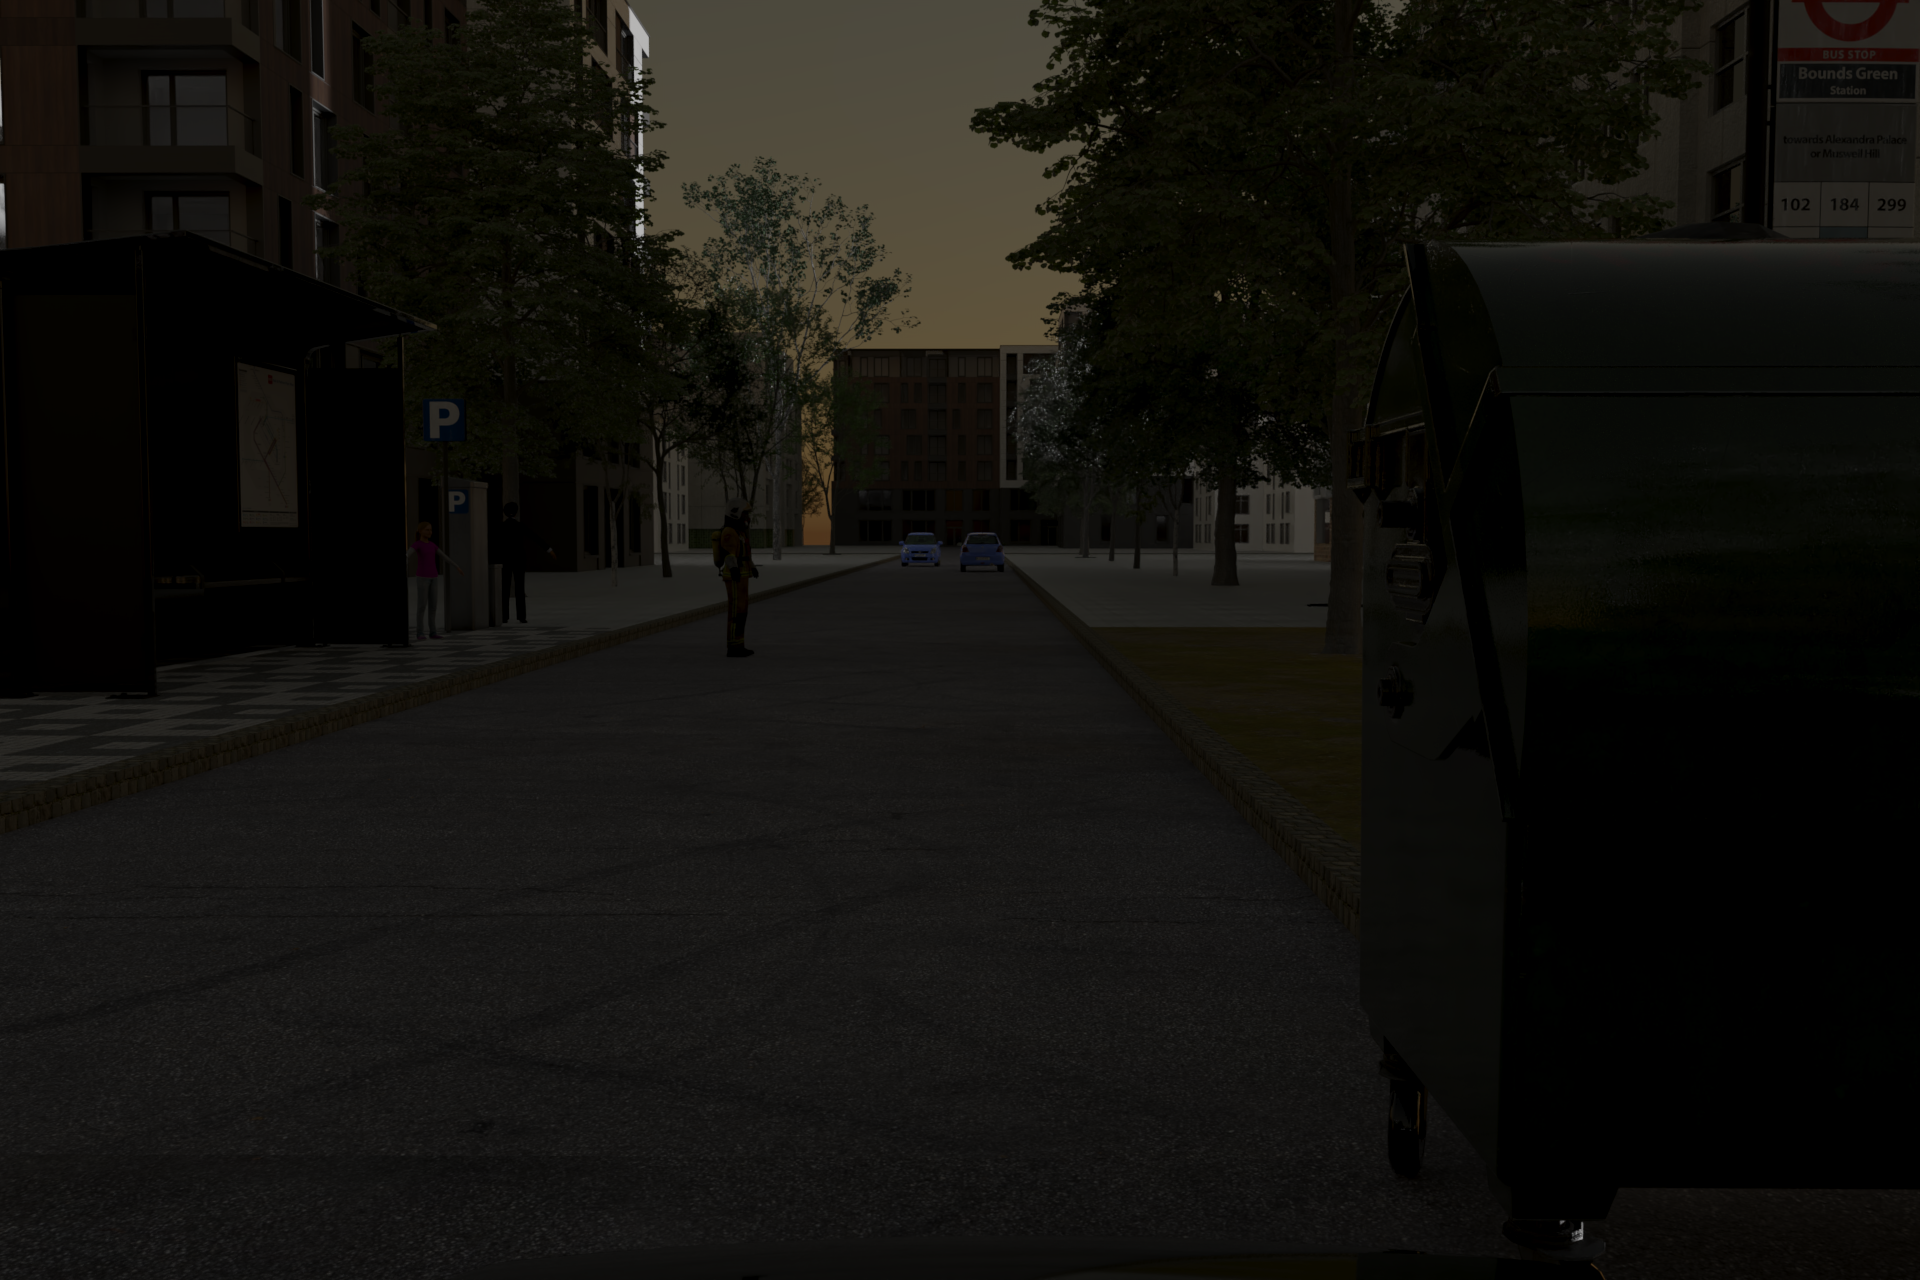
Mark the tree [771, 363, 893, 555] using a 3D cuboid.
[{"bbox_3d":[-7.984,-11.078,106.875,9.928,11.665,9.643,0,3,0],"label":"tree"}]

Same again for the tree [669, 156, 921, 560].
[{"bbox_3d":[-8.329,-14.037,85.395,12.611,20.169,13.585,0,3,0],"label":"tree"}]

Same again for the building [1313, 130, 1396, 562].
[{"bbox_3d":[21.787,-13.696,80.357,16.016,20.090,11.380,0,4,0],"label":"building"}]

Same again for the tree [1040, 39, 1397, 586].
[{"bbox_3d":[6.716,-8.335,42.935,9.857,13.997,8.962,0,3,0],"label":"tree"}]

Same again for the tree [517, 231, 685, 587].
[{"bbox_3d":[-8.350,-5.622,42.279,4.360,8.622,3.978,0,3,0],"label":"tree"}]

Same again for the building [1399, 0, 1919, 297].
[{"bbox_3d":[23.364,-10.873,44.237,16.747,18.905,31.486,0,4,1],"label":"building"}]

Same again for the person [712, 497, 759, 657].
[{"bbox_3d":[-2.581,-0.737,20.276,0.705,1.858,1.354,0,4,3],"label":"person"}]

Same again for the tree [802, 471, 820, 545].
[{"bbox_3d":[-17.939,-14.961,194.971,4.737,8.622,4.395,0,3,0],"label":"tree"}]

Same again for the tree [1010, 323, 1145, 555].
[{"bbox_3d":[7.754,-12.229,106.601,9.857,13.997,8.962,0,3,0],"label":"tree"}]

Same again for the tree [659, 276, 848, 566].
[{"bbox_3d":[-8.392,-8.753,68.872,9.928,11.665,9.643,0,3,0],"label":"tree"}]

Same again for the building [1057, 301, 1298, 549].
[{"bbox_3d":[23.355,-19.847,168.477,27.936,21.610,32.646,0,4,1],"label":"building"}]

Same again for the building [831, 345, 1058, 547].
[{"bbox_3d":[2.222,-21.618,199.884,32.646,21.610,27.936,0,4,0],"label":"building"}]

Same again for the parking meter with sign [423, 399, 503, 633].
[{"bbox_3d":[-6.609,-1.649,23.223,0.543,3.016,1.738,0,4,2],"label":"parking meter with sign"}]

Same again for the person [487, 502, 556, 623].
[{"bbox_3d":[-6.431,-1.116,24.963,1.216,1.740,0.721,0,4,1],"label":"person"}]

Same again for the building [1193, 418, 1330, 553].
[{"bbox_3d":[24.150,-11.736,134.027,9.099,9.664,28.070,0,4,1],"label":"building"}]

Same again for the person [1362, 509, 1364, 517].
[{"bbox_3d":[7.568,-1.660,33.283,0.704,1.843,1.345,1,4,22],"label":"person"}]

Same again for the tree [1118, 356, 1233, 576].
[{"bbox_3d":[6.581,-6.252,52.583,4.737,8.622,4.395,0,3,0],"label":"tree"}]

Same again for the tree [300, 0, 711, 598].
[{"bbox_3d":[-8.872,-7.107,34.330,7.486,12.596,7.792,0,3,0],"label":"tree"}]

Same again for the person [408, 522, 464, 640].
[{"bbox_3d":[-6.430,-0.718,21.011,0.599,1.433,0.991,2,4,33],"label":"person"}]

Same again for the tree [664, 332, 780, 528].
[{"bbox_3d":[-8.118,-6.842,62.232,4.360,8.622,3.978,0,3,0],"label":"tree"}]

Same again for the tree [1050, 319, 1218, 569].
[{"bbox_3d":[6.858,-7.923,63.951,7.601,10.594,8.767,-2,4,-27],"label":"tree"}]

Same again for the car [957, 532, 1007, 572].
[{"bbox_3d":[0.839,-3.486,66.585,1.945,1.707,3.694,0,4,0],"label":"car"}]

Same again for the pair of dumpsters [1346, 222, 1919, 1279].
[{"bbox_3d":[3.036,0.095,3.391,4.436,2.255,1.574,0,4,1],"label":"pair of dumpsters"}]

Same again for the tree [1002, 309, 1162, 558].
[{"bbox_3d":[6.857,-11.136,92.449,12.009,13.543,11.850,0,3,0],"label":"tree"}]

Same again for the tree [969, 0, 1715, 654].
[{"bbox_3d":[3.973,-6.153,18.725,7.486,12.596,7.792,0,3,0],"label":"tree"}]

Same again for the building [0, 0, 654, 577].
[{"bbox_3d":[-26.764,-12.929,55.364,27.936,21.610,32.646,0,4,0],"label":"building"}]

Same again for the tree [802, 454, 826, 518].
[{"bbox_3d":[-19.049,-16.349,201.710,7.601,10.594,8.767,0,4,3],"label":"tree"}]

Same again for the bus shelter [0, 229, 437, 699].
[{"bbox_3d":[-6.788,-1.544,16.525,1.731,3.624,6.357,0,4,1],"label":"bus shelter"}]

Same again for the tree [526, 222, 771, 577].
[{"bbox_3d":[-9.019,-7.136,51.083,7.601,10.594,8.767,0,4,2],"label":"tree"}]

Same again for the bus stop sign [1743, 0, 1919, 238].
[{"bbox_3d":[3.482,-1.128,7.149,0.855,3.939,0.416,0,4,1],"label":"bus stop sign"}]

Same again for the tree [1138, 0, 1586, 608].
[{"bbox_3d":[6.827,-6.397,30.342,9.928,11.665,9.643,0,3,0],"label":"tree"}]

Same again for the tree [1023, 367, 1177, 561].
[{"bbox_3d":[7.122,-8.966,81.004,8.767,10.594,7.601,0,4,-1],"label":"tree"}]

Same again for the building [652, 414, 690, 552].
[{"bbox_3d":[-25.700,-11.833,135.618,9.099,9.664,28.070,0,4,0],"label":"building"}]

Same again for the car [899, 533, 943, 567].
[{"bbox_3d":[-1.732,-4.143,77.330,1.945,1.707,3.694,0,4,1],"label":"car"}]

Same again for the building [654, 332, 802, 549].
[{"bbox_3d":[-25.367,-18.423,167.678,16.747,18.905,31.486,0,4,1],"label":"building"}]
